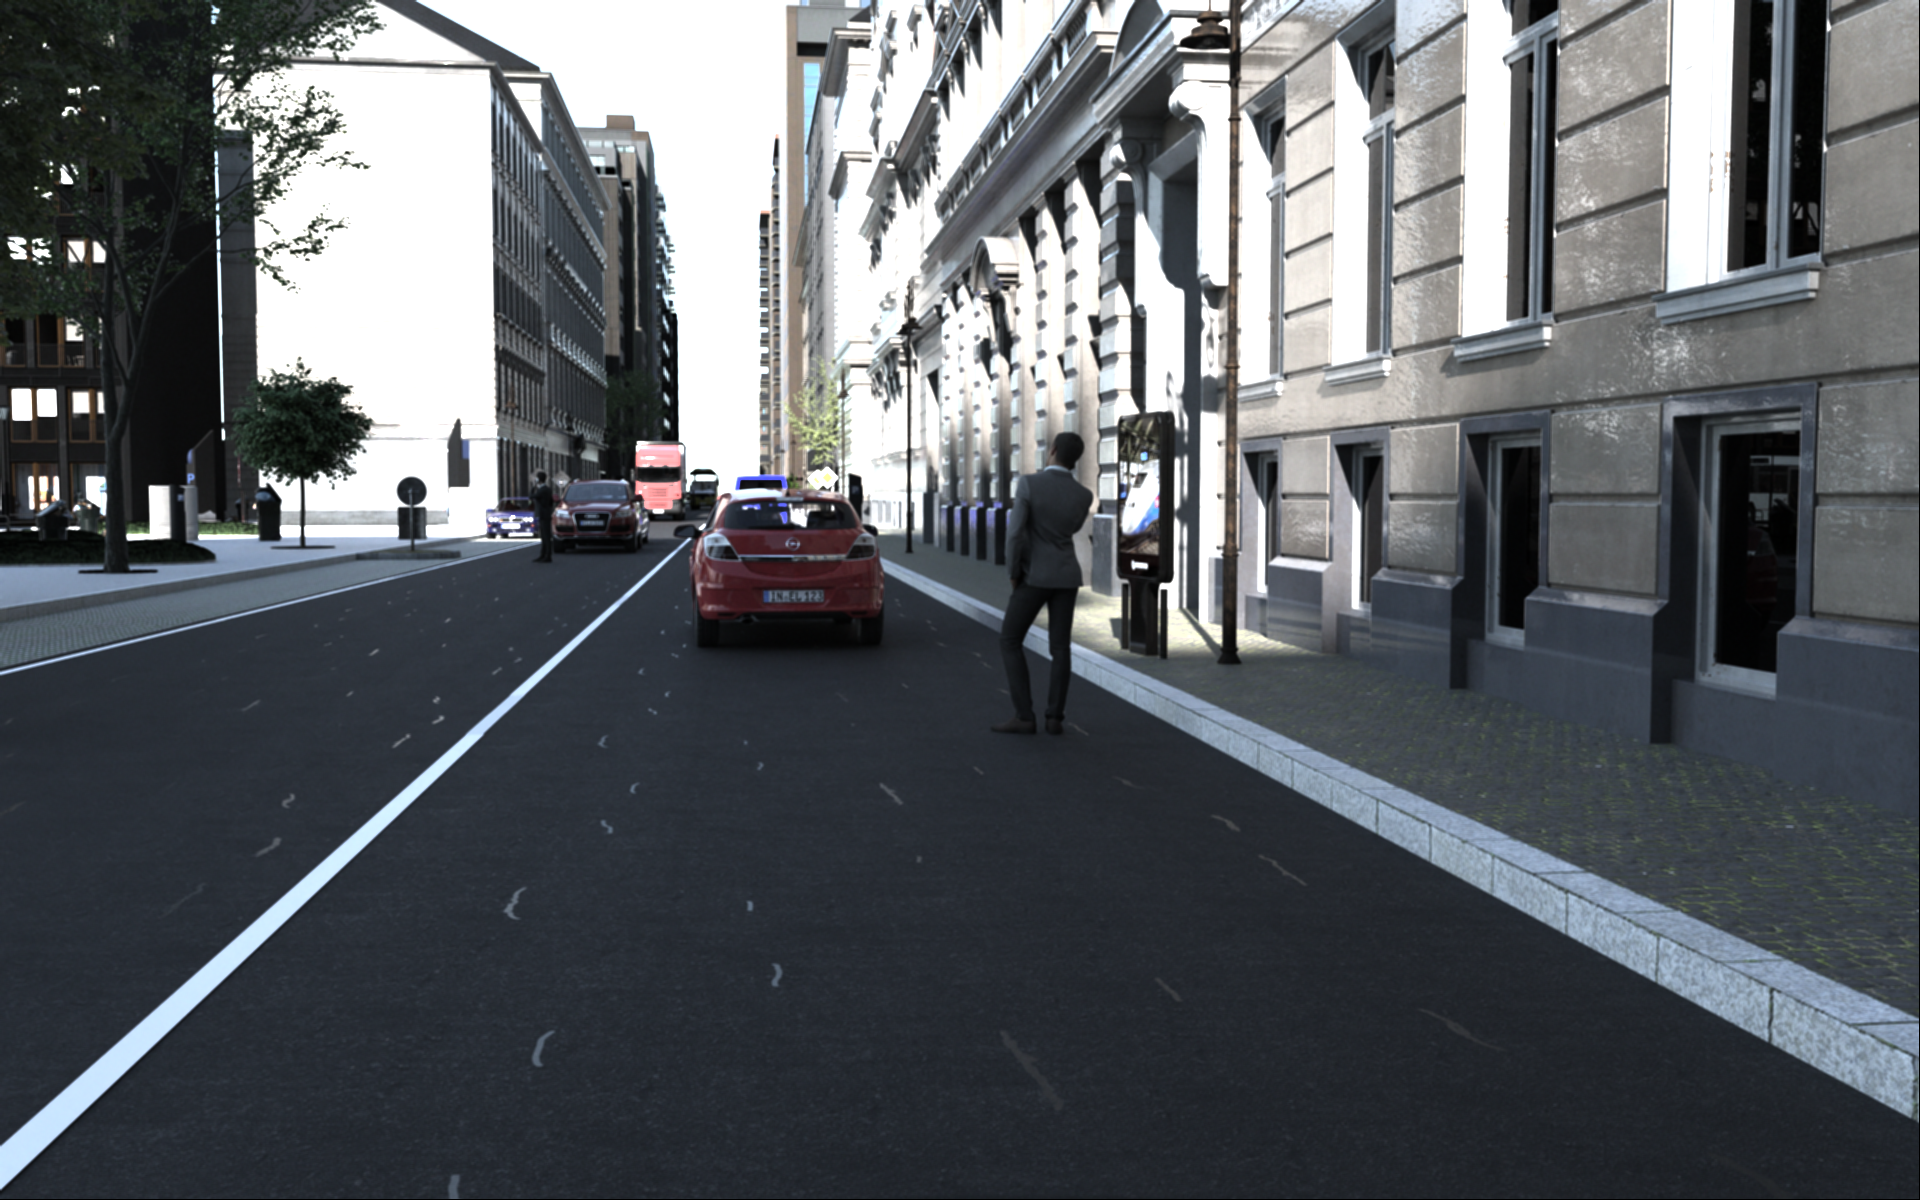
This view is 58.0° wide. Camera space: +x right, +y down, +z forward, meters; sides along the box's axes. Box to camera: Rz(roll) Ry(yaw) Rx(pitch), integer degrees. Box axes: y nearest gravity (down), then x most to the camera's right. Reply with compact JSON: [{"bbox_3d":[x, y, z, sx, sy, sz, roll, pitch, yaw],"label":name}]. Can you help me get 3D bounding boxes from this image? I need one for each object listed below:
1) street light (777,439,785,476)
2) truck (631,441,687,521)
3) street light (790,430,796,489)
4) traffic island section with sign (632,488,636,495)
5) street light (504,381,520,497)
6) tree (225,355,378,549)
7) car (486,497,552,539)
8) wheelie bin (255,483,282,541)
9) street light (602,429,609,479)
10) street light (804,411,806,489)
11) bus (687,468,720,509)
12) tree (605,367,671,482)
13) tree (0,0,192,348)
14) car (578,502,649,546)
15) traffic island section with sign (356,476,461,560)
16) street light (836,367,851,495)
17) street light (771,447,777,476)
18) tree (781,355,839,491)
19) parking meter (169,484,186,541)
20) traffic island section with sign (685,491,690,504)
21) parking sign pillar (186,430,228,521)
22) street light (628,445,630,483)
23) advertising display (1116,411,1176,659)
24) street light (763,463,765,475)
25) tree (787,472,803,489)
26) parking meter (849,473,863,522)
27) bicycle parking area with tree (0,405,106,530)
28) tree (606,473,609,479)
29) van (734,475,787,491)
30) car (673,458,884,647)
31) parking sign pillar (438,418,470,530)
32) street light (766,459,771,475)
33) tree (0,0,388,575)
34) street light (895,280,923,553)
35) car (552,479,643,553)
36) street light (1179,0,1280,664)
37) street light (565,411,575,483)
[{"bbox_3d":[-14.972,-10.612,146.296,0.468,5.910,1.993,0,4,-7],"label":"street light"},{"bbox_3d":[-16.249,-6.450,94.373,2.839,4.237,11.283,0,4,-8],"label":"truck"},{"bbox_3d":[-11.675,-9.089,121.394,0.468,5.910,1.993,0,4,-7],"label":"street light"},{"bbox_3d":[-22.636,-6.830,120.303,1.989,1.847,2.006,0,4,-7],"label":"traffic island section with sign"},{"bbox_3d":[-18.364,-6.014,71.121,0.468,5.910,1.993,0,4,-7],"label":"street light"},{"bbox_3d":[-15.571,-3.501,40.960,4.285,4.588,4.351,0,3,0],"label":"tree"},{"bbox_3d":[-14.232,-2.658,56.043,1.945,1.354,3.894,0,4,-6],"label":"car"},{"bbox_3d":[-18.975,-2.423,47.518,0.693,1.594,0.980,-2,4,-25],"label":"wheelie bin"},{"bbox_3d":[-24.758,-9.068,121.047,0.468,5.910,1.993,0,4,-7],"label":"street light"},{"bbox_3d":[-8.625,-7.577,96.665,0.468,5.910,1.993,0,4,-7],"label":"street light"},{"bbox_3d":[-24.337,-10.611,165.034,2.896,3.916,12.252,0,4,-6],"label":"bus"},{"bbox_3d":[-27.217,-13.174,141.150,9.928,11.665,9.643,0,3,0],"label":"tree"},{"bbox_3d":[-11.074,-6.016,16.486,7.486,12.596,7.792,0,3,0],"label":"tree"},{"bbox_3d":[-9.897,-2.298,49.569,2.014,1.417,4.499,0,4,-6],"label":"car"},{"bbox_3d":[-12.183,-1.822,38.419,1.989,1.847,2.006,0,4,-7],"label":"traffic island section with sign"},{"bbox_3d":[-4.253,-5.523,63.083,0.468,5.910,1.993,0,4,-7],"label":"street light"},{"bbox_3d":[-18.215,-12.189,172.084,0.468,5.910,1.993,0,4,-7],"label":"street light"},{"bbox_3d":[-6.776,-8.483,89.053,4.737,8.622,4.395,0,3,0],"label":"tree"},{"bbox_3d":[-20.409,-2.250,45.193,0.372,1.533,0.369,0,3,0],"label":"parking meter"},{"bbox_3d":[-42.838,-16.514,278.627,1.989,1.847,2.006,0,4,-7],"label":"traffic island section with sign"},{"bbox_3d":[-31.676,-5.125,72.263,1.447,3.967,1.447,1,4,12],"label":"parking sign pillar"},{"bbox_3d":[-28.102,-10.648,146.878,0.468,5.910,1.993,0,4,-7],"label":"street light"},{"bbox_3d":[1.477,-0.528,13.852,0.123,1.923,0.974,-1,4,-15],"label":"advertising display"},{"bbox_3d":[-24.668,-15.257,222.238,0.468,5.910,1.993,0,4,-7],"label":"street light"},{"bbox_3d":[-14.677,-9.512,150.124,1.663,3.219,1.824,0,3,0],"label":"tree"},{"bbox_3d":[-2.905,-2.610,48.377,0.399,1.863,0.255,0,4,-1],"label":"parking meter"},{"bbox_3d":[-33.460,-4.253,56.545,8.231,4.147,9.016,1,4,19],"label":"bicycle parking area with tree"},{"bbox_3d":[-27.351,-8.478,133.211,1.663,3.219,1.824,0,3,0],"label":"tree"},{"bbox_3d":[-6.781,-3.339,58.973,2.240,2.365,5.245,0,4,-7],"label":"van"},{"bbox_3d":[-1.861,-0.539,17.848,2.155,1.783,4.494,-1,4,-9],"label":"car"},{"bbox_3d":[-18.045,-4.516,62.306,1.447,3.967,1.447,-2,4,-32],"label":"parking sign pillar"},{"bbox_3d":[-21.444,-13.701,196.791,0.468,5.910,1.993,0,4,-7],"label":"street light"},{"bbox_3d":[-13.592,-6.250,27.946,9.928,11.665,9.643,0,3,0],"label":"tree"},{"bbox_3d":[-1.111,-3.968,37.669,0.468,5.910,1.993,0,4,-7],"label":"street light"},{"bbox_3d":[-9.158,-2.157,43.936,2.281,1.827,5.304,0,4,-8],"label":"car"},{"bbox_3d":[2.041,-2.457,12.953,0.468,5.910,1.993,0,4,-7],"label":"street light"},{"bbox_3d":[-21.660,-7.550,96.224,0.468,5.910,1.993,0,4,-7],"label":"street light"}]
